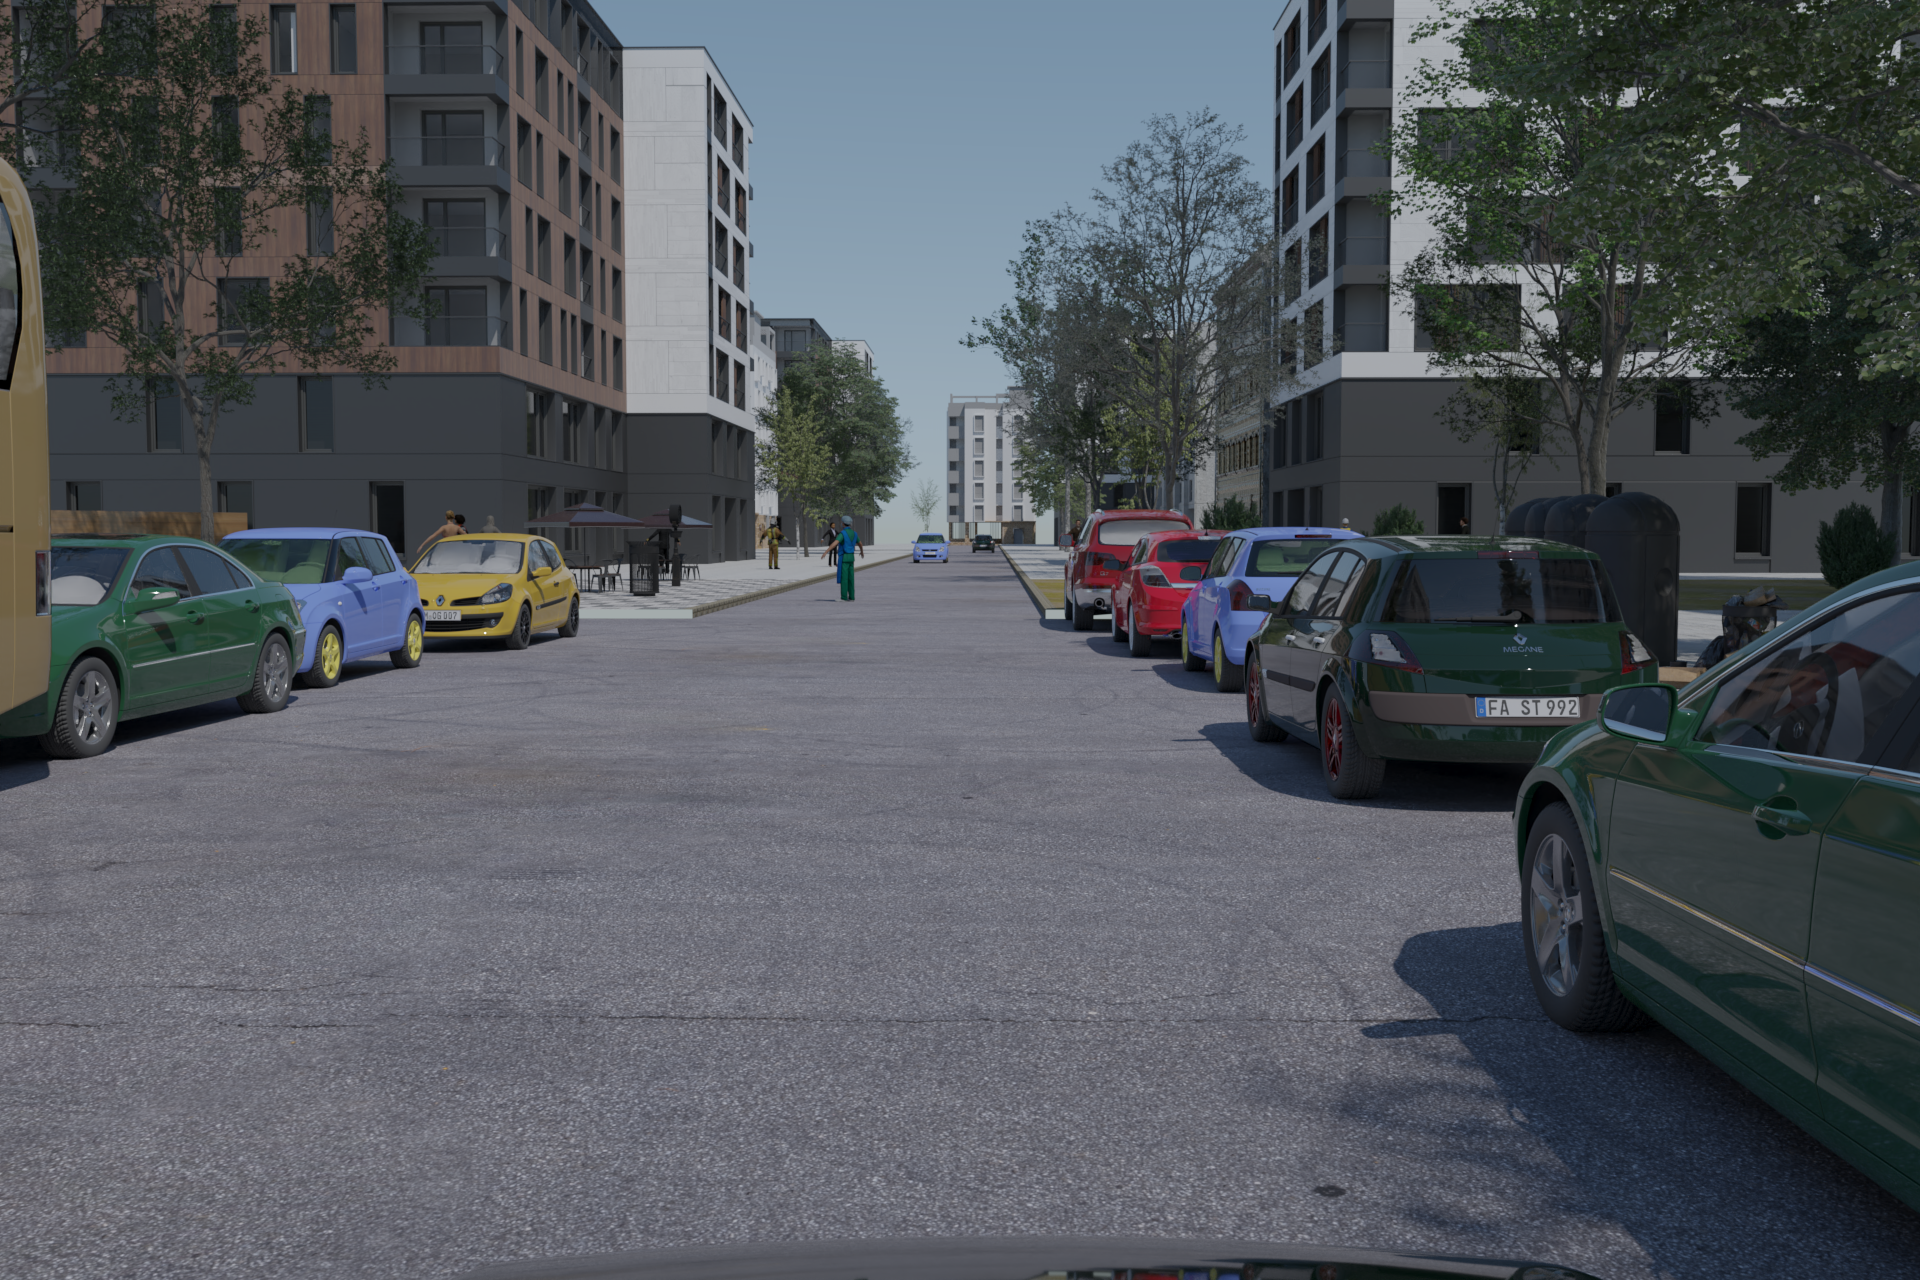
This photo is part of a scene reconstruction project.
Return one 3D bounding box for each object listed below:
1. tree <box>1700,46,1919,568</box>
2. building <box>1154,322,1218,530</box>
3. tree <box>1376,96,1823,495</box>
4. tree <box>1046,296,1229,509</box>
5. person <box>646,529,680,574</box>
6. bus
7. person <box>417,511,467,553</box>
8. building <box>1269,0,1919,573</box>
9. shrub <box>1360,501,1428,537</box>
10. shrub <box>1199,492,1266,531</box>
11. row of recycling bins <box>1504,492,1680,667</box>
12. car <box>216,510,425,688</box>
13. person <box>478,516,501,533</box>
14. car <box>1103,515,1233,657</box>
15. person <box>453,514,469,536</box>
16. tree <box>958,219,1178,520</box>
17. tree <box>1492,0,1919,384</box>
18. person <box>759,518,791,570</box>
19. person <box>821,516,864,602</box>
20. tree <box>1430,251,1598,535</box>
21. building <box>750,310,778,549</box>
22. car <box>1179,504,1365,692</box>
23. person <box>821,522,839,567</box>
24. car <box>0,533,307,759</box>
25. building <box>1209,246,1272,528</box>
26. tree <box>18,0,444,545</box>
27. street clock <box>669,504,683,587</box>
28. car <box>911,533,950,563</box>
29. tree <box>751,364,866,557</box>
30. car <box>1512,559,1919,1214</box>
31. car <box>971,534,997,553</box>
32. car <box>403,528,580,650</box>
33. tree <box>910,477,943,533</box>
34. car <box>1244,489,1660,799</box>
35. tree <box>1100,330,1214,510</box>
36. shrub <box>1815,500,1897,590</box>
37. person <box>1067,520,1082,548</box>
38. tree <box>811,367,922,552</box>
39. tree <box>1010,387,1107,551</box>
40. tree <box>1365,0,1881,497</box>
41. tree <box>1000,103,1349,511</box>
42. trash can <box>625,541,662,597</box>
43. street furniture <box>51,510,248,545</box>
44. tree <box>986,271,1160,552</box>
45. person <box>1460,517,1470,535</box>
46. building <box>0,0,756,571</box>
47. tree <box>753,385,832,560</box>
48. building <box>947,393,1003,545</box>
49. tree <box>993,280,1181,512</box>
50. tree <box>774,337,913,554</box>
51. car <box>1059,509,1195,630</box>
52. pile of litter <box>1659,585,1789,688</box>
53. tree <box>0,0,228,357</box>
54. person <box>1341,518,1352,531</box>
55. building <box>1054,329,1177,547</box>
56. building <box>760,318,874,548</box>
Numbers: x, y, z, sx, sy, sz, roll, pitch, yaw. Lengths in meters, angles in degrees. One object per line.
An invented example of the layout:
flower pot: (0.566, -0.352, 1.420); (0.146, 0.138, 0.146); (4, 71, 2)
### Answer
tree: (23.619, -8.390, 43.829); (9.857, 13.997, 8.962); (0, 3, 0)
building: (27.187, -17.522, 152.950); (16.747, 18.905, 31.486); (0, 4, 1)
tree: (12.868, -6.163, 35.173); (8.767, 10.594, 7.601); (1, 4, 10)
tree: (6.924, -8.182, 68.187); (7.601, 10.594, 8.767); (-1, 4, -15)
person: (-9.570, -3.053, 55.850); (1.347, 1.837, 0.705); (-3, 5, -40)
bus: (-6.511, -0.743, 3.692); (2.896, 3.916, 12.252); (0, 4, 1)
person: (-9.848, -1.624, 33.357); (1.217, 1.733, 0.721); (-3, 4, -37)
building: (26.602, -13.978, 72.507); (27.936, 21.610, 32.646); (0, 4, 1)
shrub: (10.494, -2.300, 41.641); (1.661, 2.075, 1.752); (0, 3, 0)
shrub: (5.099, -1.750, 32.657); (1.661, 2.075, 1.752); (0, 3, 0)
row of recycling bins: (6.580, -0.687, 18.349); (1.069, 1.692, 3.534); (0, 4, 1)
car: (-6.668, -0.467, 17.234); (1.945, 1.707, 3.694); (0, 4, 1)
person: (-13.530, -2.683, 49.997); (1.348, 1.813, 0.705); (1, 4, 15)
car: (2.898, -0.774, 21.693); (2.155, 1.783, 4.494); (0, 4, 1)
person: (-13.836, -2.546, 47.764); (0.704, 1.843, 1.345); (1, 4, 18)
tree: (6.731, -15.236, 105.003); (12.611, 20.169, 13.585); (0, 3, 0)
tree: (8.673, -5.931, 15.101); (7.486, 12.596, 7.792); (0, 3, 0)
person: (-6.748, -3.486, 62.760); (1.354, 1.858, 0.705); (2, 4, 29)
person: (-2.421, -1.713, 36.597); (0.704, 1.817, 1.347); (3, 4, 36)
tree: (13.641, -5.739, 44.194); (4.360, 8.622, 3.978); (0, 3, 0)
building: (-22.125, -17.821, 147.793); (16.016, 20.090, 11.380); (0, 4, 1)
car: (3.170, -0.453, 16.995); (1.945, 1.707, 3.694); (0, 3, 0)
person: (-4.924, -3.728, 67.675); (1.216, 1.740, 0.721); (-3, 4, -36)
car: (-6.425, -0.048, 12.577); (2.131, 1.459, 4.920); (0, 4, 1)
building: (25.587, -16.572, 101.883); (19.493, 23.208, 18.063); (0, 4, 1)
tree: (-12.398, -5.772, 28.790); (8.767, 10.594, 7.601); (0, 4, 5)
street clock: (-6.958, -2.313, 42.392); (0.358, 2.002, 0.471); (0, 4, 3)
car: (-1.440, -4.676, 86.036); (1.945, 1.707, 3.694); (0, 4, 1)
tree: (-8.840, -9.864, 95.684); (7.601, 10.594, 8.767); (-1, 4, -13)
car: (2.610, 0.501, 3.603); (2.131, 1.459, 4.920); (0, 4, 1)
car: (1.798, -7.473, 131.978); (2.009, 1.686, 4.222); (0, 4, 1)
car: (-6.201, -0.760, 22.649); (2.015, 1.641, 3.980); (0, 4, 1)
tree: (-3.901, -16.604, 221.843); (4.360, 8.622, 3.978); (0, 3, 0)
car: (2.866, -0.059, 10.745); (2.009, 1.686, 4.222); (0, 4, 0)
tree: (6.517, -6.634, 58.827); (4.737, 8.622, 4.395); (0, 3, 0)
shrub: (19.387, -2.023, 37.496); (1.690, 2.028, 1.600); (0, 3, 0)
person: (4.342, -3.513, 63.571); (1.346, 1.812, 0.704); (-1, 4, -14)
tree: (-7.792, -13.282, 127.529); (12.009, 13.543, 11.850); (0, 3, 0)
tree: (7.459, -13.194, 133.842); (7.486, 12.596, 7.792); (0, 3, 0)
tree: (9.637, -6.114, 25.712); (9.928, 11.665, 9.643); (0, 3, 0)
tree: (6.125, -8.533, 49.886); (12.009, 13.543, 11.850); (0, 3, 0)
trash can: (-6.513, -1.472, 35.716); (0.748, 1.137, 0.748); (0, 3, 0)
street furniture: (-16.449, -1.759, 35.620); (9.812, 1.723, 11.010); (2, 4, 25)
tree: (8.880, -16.174, 120.337); (12.611, 20.169, 13.585); (0, 3, 0)
person: (15.920, -2.974, 54.820); (0.705, 1.806, 1.347); (2, 4, 26)
building: (-24.669, -13.895, 71.155); (27.936, 21.610, 32.646); (0, 4, 1)
tree: (-8.001, -8.229, 84.907); (4.737, 8.622, 4.395); (0, 3, 0)
building: (-1.313, -22.361, 224.472); (11.380, 20.090, 16.016); (0, 4, -5)
tree: (6.532, -10.558, 82.997); (12.009, 13.543, 11.850); (0, 3, 0)
tree: (-7.552, -12.538, 111.645); (9.857, 13.997, 8.962); (0, 3, 0)
car: (2.719, -1.137, 27.270); (2.281, 1.827, 5.304); (0, 4, 1)
pile of litter: (6.357, -0.024, 14.354); (1.176, 0.858, 1.719); (0, 4, 1)
tree: (-12.601, -5.166, 18.881); (8.767, 10.594, 7.601); (-2, 4, -25)
person: (12.054, -2.920, 54.213); (1.216, 1.772, 0.721); (1, 4, 14)
building: (24.104, -21.102, 188.985); (27.936, 21.610, 32.646); (0, 4, 1)
building: (-23.992, -20.579, 180.438); (27.936, 21.610, 32.646); (0, 4, 1)
